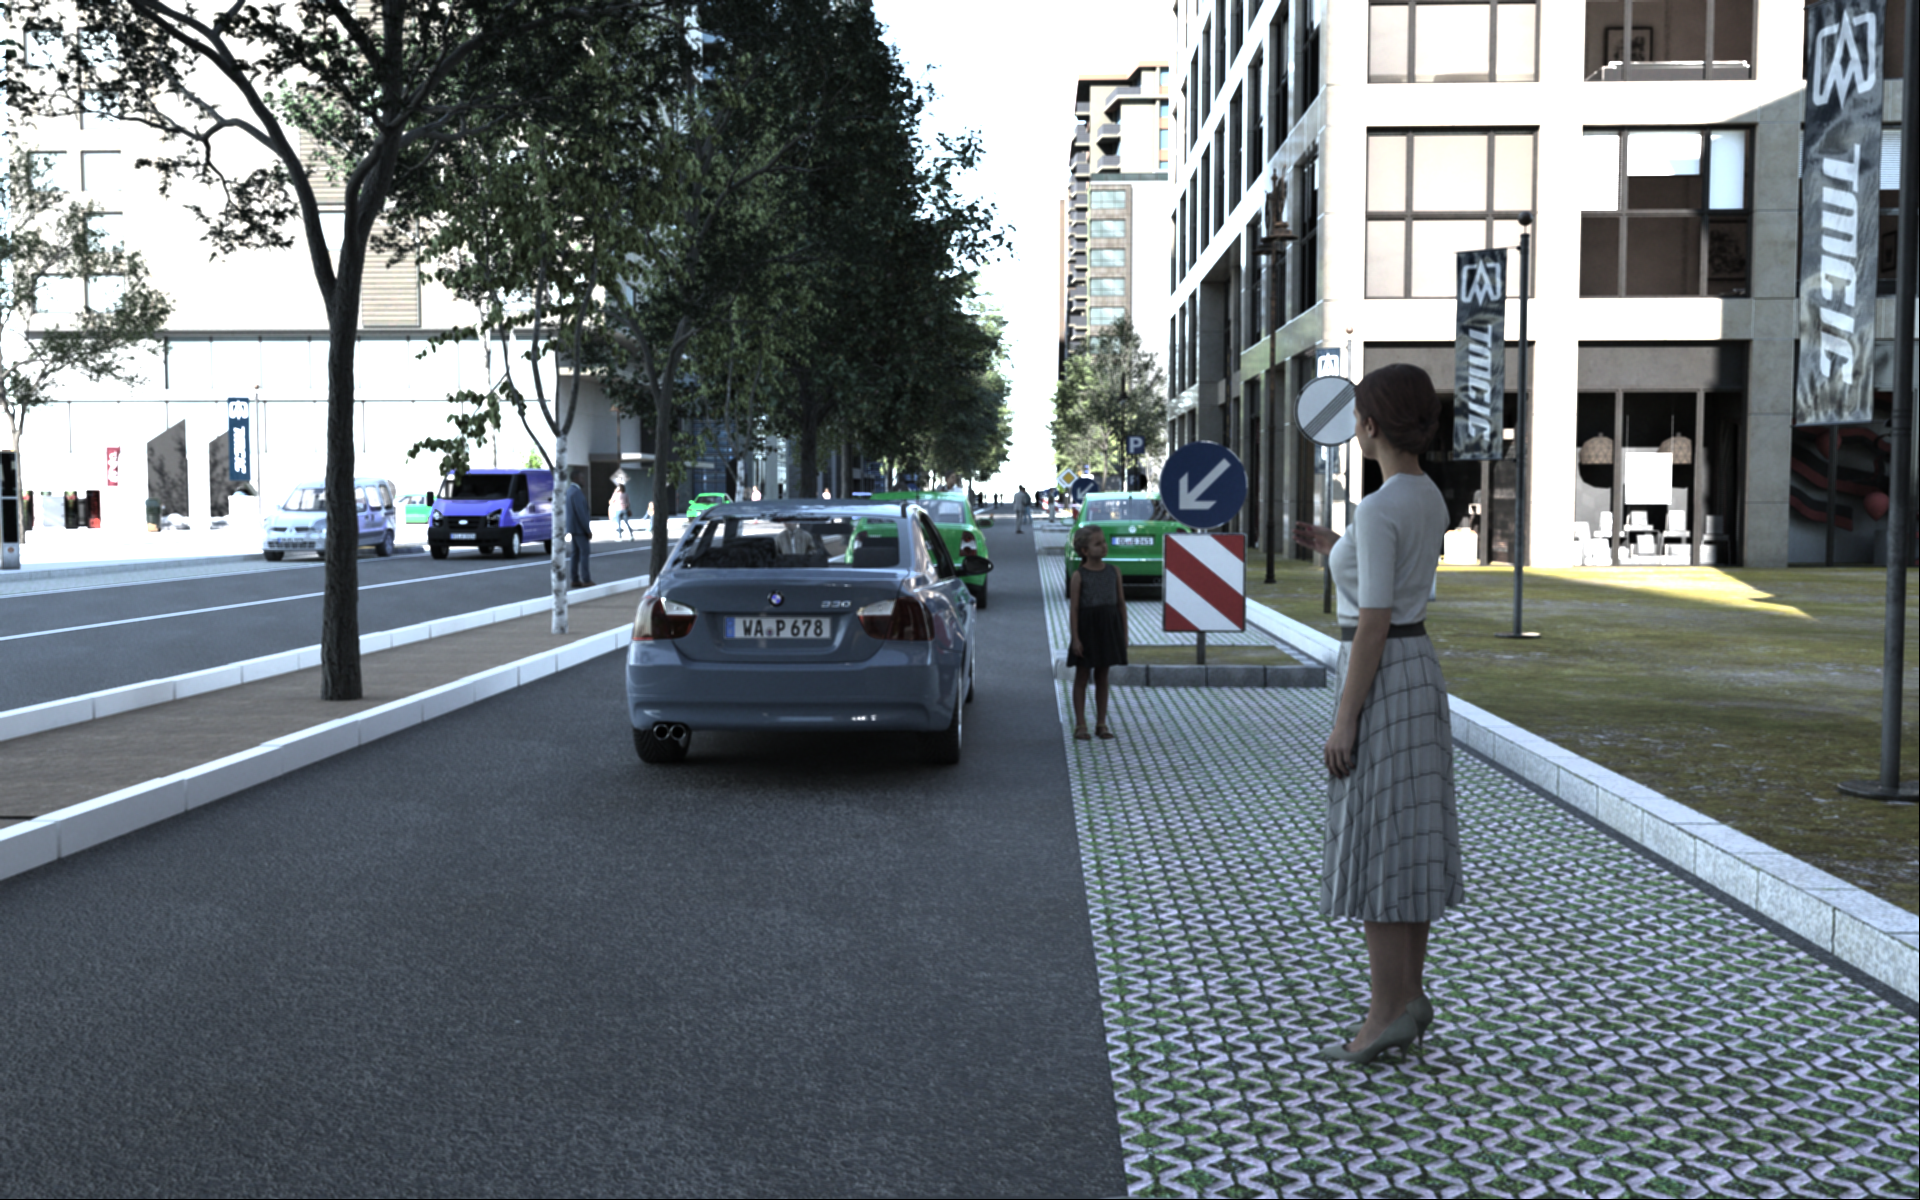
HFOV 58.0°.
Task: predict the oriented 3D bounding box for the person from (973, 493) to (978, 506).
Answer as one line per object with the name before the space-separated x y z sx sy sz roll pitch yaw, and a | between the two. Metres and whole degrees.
person | 1.681 -12.019 205.085 0.705 1.814 1.350 -3 5 -42

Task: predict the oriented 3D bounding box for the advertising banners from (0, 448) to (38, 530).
advertising banners | -36.065 -4.332 67.014 0.090 3.025 2.074 2 4 30

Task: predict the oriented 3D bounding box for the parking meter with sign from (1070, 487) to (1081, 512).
parking meter with sign | 8.739 -7.834 124.349 1.738 3.016 0.543 -1 4 -12

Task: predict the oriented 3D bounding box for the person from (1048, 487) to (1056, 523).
person | 4.572 -4.694 85.797 0.362 1.759 0.519 2 4 27

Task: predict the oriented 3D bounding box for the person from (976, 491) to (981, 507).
person | 2.252 -11.586 198.073 0.705 1.807 1.348 3 5 40

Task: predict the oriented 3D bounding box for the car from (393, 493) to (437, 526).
car | -22.076 -3.716 69.550 4.718 1.807 1.959 0 4 3

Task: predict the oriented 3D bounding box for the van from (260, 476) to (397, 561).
van | -13.885 -1.905 38.157 2.013 2.044 4.112 0 4 3

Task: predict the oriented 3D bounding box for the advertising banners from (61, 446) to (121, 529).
advertising banners | -31.713 -4.104 63.284 2.074 3.025 0.090 -3 5 -42

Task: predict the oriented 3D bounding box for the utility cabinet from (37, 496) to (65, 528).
utility cabinet | -34.723 -3.367 66.212 0.306 1.237 1.020 2 4 24

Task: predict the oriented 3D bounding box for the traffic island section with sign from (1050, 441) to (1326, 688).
traffic island section with sign | 1.741 -0.311 13.713 1.989 1.847 2.006 0 4 2

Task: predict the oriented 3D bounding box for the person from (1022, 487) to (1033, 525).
person | 3.097 -4.445 81.517 0.721 1.781 0.623 -2 4 -29

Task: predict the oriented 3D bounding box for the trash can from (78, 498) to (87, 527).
trash can | -34.306 -3.426 67.667 0.748 1.137 0.748 0 3 0

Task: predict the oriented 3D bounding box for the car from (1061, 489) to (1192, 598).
car | 2.422 -0.988 24.947 1.959 1.807 4.718 0 4 4

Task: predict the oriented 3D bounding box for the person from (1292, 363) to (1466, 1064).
person | 1.024 0.283 4.443 0.524 1.755 0.480 2 4 34

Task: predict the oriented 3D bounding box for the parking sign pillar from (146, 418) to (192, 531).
parking sign pillar | -28.052 -4.456 61.330 1.447 3.967 1.447 -1 4 -15

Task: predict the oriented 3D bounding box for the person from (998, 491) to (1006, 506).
person | 5.124 -12.595 214.449 1.348 1.821 0.705 2 4 34

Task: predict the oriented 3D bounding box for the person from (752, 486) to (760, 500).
person | -9.835 -4.564 83.134 0.555 1.821 0.388 2 4 29

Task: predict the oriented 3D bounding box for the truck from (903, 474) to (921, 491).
truck | -4.634 -12.461 193.490 2.967 4.110 18.799 0 4 0

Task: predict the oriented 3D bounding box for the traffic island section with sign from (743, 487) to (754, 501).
traffic island section with sign | -11.806 -5.370 96.420 1.989 1.847 2.006 0 4 2

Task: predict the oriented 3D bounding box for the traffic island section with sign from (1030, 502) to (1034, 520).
traffic island section with sign | 4.996 -5.320 95.617 1.989 1.847 2.006 0 4 2

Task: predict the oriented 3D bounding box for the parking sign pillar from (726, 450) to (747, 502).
parking sign pillar | -13.779 -7.240 106.843 1.447 3.967 1.447 2 4 25

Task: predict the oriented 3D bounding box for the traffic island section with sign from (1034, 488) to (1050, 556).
traffic island section with sign | 2.819 -1.970 40.844 1.989 1.847 2.006 0 4 2

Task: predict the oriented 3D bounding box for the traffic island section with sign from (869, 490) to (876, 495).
traffic island section with sign | -8.743 -10.096 173.691 1.989 1.847 2.006 0 4 2

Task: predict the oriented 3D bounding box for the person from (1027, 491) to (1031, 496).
person | 8.136 -12.031 205.651 0.683 1.767 0.568 -1 4 -15

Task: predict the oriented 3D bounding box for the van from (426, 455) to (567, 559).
van | -10.649 -2.176 39.963 2.240 2.365 5.245 0 4 2

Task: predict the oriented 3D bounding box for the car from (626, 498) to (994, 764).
car | -0.811 0.092 10.503 2.014 1.417 4.499 0 4 2

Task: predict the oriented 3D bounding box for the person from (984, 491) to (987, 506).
person | 2.913 -12.063 205.600 0.599 1.838 0.709 -1 4 -23

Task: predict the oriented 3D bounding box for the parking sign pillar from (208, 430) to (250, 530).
parking sign pillar | -26.006 -4.476 61.652 1.447 3.967 1.447 -1 4 -11

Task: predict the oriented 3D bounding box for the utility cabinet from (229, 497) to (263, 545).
utility cabinet | -18.069 -2.001 43.879 1.020 1.237 0.306 2 4 34

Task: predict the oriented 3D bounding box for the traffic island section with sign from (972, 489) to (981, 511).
traffic island section with sign | 0.948 -8.584 148.491 2.006 1.907 1.989 0 4 2

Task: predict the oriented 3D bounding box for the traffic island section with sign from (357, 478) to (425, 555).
traffic island section with sign | -13.987 -2.012 41.517 1.989 1.847 2.006 0 4 2

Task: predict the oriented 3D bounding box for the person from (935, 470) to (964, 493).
person | -0.224 -1.244 28.935 0.679 1.850 0.850 0 4 4

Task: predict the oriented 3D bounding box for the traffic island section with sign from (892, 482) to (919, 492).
traffic island section with sign | -2.017 -3.992 73.411 2.006 1.907 1.989 0 4 2

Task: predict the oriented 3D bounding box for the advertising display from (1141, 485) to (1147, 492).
advertising display | 12.555 -6.996 119.590 0.123 1.923 0.974 -2 4 -33

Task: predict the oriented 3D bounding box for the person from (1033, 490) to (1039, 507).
person | 7.877 -10.251 175.728 1.348 1.869 0.705 -3 4 -38

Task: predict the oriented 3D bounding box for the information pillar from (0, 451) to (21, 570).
information pillar | -16.193 -1.524 29.406 0.304 2.012 0.304 3 5 42

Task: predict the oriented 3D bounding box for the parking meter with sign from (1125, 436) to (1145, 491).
parking meter with sign | 5.290 -3.456 52.769 0.543 3.016 1.738 0 4 2

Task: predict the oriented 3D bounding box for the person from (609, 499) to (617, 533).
person | -12.628 -3.059 63.197 0.332 1.250 0.352 1 4 21

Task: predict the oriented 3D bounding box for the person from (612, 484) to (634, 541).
person | -10.215 -2.665 52.668 0.593 1.750 0.643 -3 5 -42

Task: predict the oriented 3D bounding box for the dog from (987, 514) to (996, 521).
dog | 1.695 -4.428 92.587 0.550 0.427 0.748 1 4 8

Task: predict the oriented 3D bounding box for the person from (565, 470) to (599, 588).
person | -5.840 -1.092 26.541 0.419 1.800 0.721 -3 5 -39

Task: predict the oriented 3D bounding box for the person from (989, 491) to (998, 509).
person | 3.358 -9.922 171.260 0.750 1.759 0.617 -2 4 -30

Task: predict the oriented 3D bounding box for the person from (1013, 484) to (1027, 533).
person | 2.248 -3.353 63.515 0.606 1.804 0.583 2 4 32

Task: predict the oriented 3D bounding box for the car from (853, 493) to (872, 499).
car | -5.069 -4.801 88.091 1.945 1.707 3.694 0 4 1

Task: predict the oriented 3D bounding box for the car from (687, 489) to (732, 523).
car | -12.030 -4.600 84.002 1.959 1.807 4.718 0 4 2

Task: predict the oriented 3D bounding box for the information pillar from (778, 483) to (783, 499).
information pillar | -12.436 -7.059 119.903 0.304 2.012 0.304 -1 4 -11

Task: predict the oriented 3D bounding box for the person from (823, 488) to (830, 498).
person | -7.465 -5.403 97.423 0.593 1.750 0.643 2 4 30

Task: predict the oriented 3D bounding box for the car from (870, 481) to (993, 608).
car | -0.529 -0.876 23.117 1.959 1.807 4.718 0 4 0

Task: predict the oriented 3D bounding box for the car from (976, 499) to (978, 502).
car | 2.597 -16.408 280.072 2.131 1.459 4.920 0 4 1

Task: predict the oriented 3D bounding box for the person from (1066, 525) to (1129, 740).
person | 0.810 0.187 10.117 0.362 1.253 0.373 -1 4 -14

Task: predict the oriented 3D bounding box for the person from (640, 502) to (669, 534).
person | -10.942 -2.950 62.236 1.012 1.151 0.738 0 4 -2
